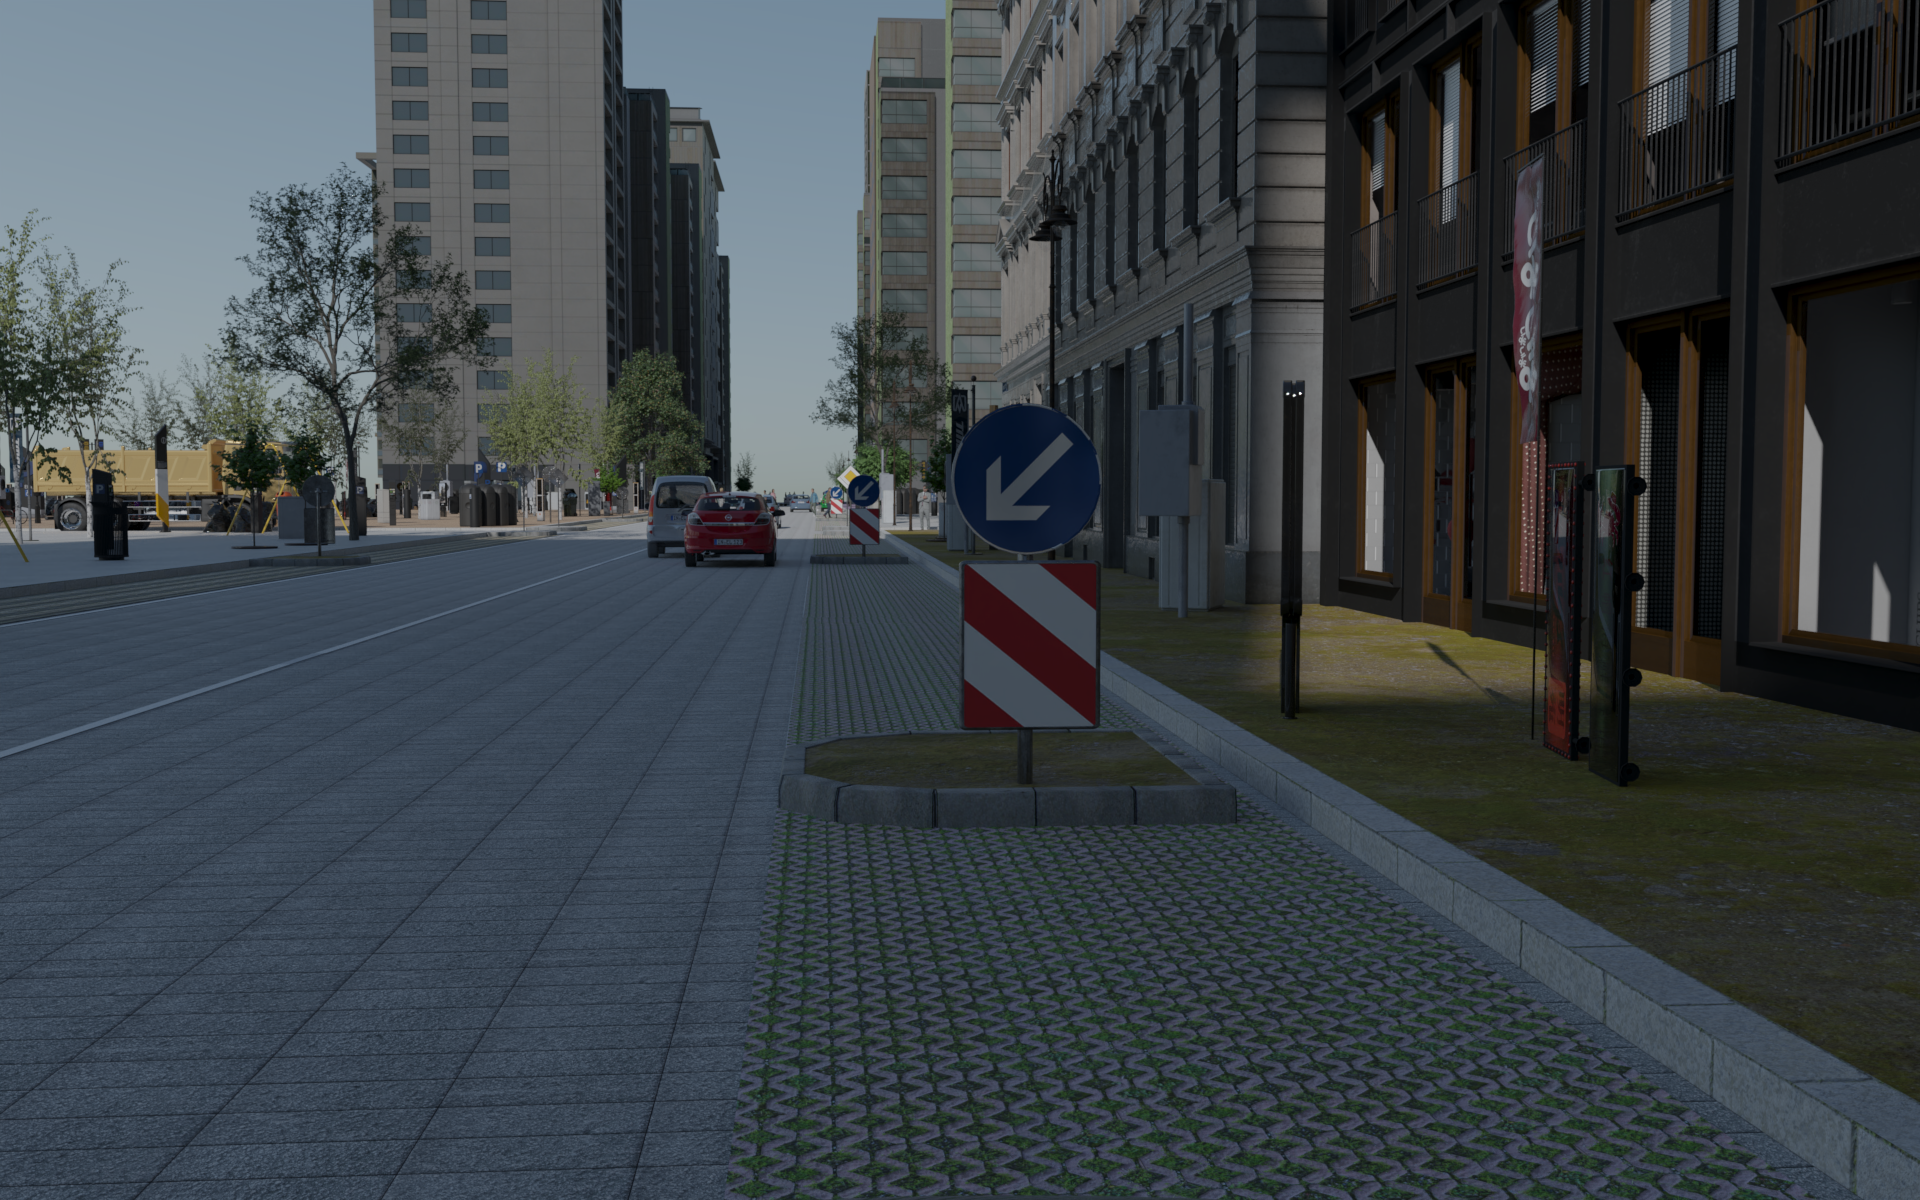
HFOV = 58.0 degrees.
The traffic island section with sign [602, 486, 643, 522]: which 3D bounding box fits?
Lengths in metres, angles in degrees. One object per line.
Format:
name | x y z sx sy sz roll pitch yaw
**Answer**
traffic island section with sign | -17.505 -4.973 89.944 1.989 1.847 2.006 0 4 -5

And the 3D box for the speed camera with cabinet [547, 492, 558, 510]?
speed camera with cabinet | -33.198 -8.841 138.881 2.038 3.252 0.660 -2 4 -30

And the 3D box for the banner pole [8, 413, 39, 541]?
banner pole | -25.578 -3.498 47.205 0.863 3.779 0.401 1 4 15

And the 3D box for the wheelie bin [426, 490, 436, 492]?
wheelie bin | -37.354 -7.003 122.405 0.980 1.594 0.693 -1 4 -10

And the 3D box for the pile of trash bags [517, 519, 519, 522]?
pile of trash bags | -21.281 -4.151 77.616 1.912 1.369 3.447 1 4 12

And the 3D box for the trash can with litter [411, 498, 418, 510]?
trash can with litter | -44.504 -7.912 140.743 1.055 1.170 0.624 -1 4 -10

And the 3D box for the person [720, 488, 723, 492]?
person | -13.561 -5.466 98.219 0.624 1.780 0.694 -1 4 -22

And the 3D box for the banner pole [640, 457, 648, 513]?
banner pole | -21.598 -7.827 117.994 0.401 3.779 0.863 -3 5 -40

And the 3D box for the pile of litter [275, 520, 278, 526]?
pile of litter | -28.729 -3.737 75.068 1.719 0.858 1.176 -2 4 -28

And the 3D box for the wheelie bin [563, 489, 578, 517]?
wheelie bin | -22.124 -5.526 98.263 0.980 1.594 0.693 2 4 30

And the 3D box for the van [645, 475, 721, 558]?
van | -6.381 -2.044 40.428 2.013 2.044 4.112 0 4 -6

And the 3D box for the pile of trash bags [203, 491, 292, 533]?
pile of trash bags | -23.725 -2.963 58.194 3.447 1.369 1.912 2 4 25

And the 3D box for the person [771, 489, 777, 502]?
person | -13.809 -7.325 128.275 0.388 1.821 0.555 2 4 31

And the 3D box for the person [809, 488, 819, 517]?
person | -9.174 -6.119 108.889 0.444 1.785 0.601 -3 5 -44

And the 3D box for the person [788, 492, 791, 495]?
person | -22.907 -13.669 232.899 0.541 1.710 0.530 1 4 11

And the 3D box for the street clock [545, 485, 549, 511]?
street clock | -32.110 -7.943 134.445 0.358 2.002 0.471 2 4 30

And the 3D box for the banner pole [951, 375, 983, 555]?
banner pole | 0.114 -2.842 36.481 0.863 3.779 0.401 -3 5 -41

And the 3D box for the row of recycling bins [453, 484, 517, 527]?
row of recycling bins | -18.851 -3.812 69.445 1.069 1.692 3.534 1 4 16

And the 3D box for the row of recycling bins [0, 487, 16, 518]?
row of recycling bins | -52.315 -5.391 95.256 1.069 1.692 3.534 1 4 13

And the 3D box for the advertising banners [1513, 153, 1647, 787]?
advertising banners | 2.962 -0.749 8.436 0.090 3.025 2.074 0 4 4

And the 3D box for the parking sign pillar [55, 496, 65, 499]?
parking sign pillar | -65.379 -8.358 125.132 1.447 3.967 1.447 1 4 10

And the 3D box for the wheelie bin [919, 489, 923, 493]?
wheelie bin | -2.559 -6.399 112.536 0.980 1.594 0.693 0 4 7

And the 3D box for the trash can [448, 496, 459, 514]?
trash can | -32.482 -6.092 111.259 0.748 1.137 0.748 0 3 0

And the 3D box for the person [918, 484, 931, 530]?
person | -1.353 -3.489 65.724 0.511 1.800 0.466 0 3 0

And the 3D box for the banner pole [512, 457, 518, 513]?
banner pole | -29.624 -7.666 115.349 0.401 3.779 0.863 1 4 16

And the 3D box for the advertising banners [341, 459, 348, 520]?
advertising banners | -30.664 -5.511 86.292 0.090 3.025 2.074 -2 4 -27

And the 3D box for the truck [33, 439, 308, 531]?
truck | -27.729 -4.059 62.285 9.791 3.379 3.469 0 4 -4

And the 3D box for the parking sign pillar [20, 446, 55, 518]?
parking sign pillar | -49.172 -6.305 91.560 1.447 3.967 1.447 0 4 1

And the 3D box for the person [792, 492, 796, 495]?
person | -25.799 -15.984 269.865 1.348 1.821 0.705 -2 4 -29

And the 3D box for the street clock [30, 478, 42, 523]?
street clock | -40.290 -4.345 75.618 0.358 2.002 0.471 3 4 39

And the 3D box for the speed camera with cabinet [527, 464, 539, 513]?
speed camera with cabinet | -28.162 -7.343 114.388 0.660 3.252 2.038 0 4 -7

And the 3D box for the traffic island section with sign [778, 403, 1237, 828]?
traffic island section with sign | 0.129 0.017 8.343 1.989 1.847 2.006 0 4 -5

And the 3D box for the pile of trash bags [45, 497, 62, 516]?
pile of trash bags | -53.946 -5.555 100.581 3.447 1.369 1.912 -2 4 -29

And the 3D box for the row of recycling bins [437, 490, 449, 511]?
row of recycling bins | -40.106 -7.894 136.186 1.069 1.692 3.534 0 4 6

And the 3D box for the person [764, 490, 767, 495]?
person | -18.997 -9.781 168.425 0.705 1.824 1.348 -2 4 -26

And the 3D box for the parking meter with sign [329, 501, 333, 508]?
parking meter with sign | -40.069 -6.941 109.749 0.543 3.016 1.738 0 4 -6

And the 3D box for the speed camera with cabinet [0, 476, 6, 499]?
speed camera with cabinet | -45.292 -5.298 80.962 0.660 3.252 2.038 -1 4 -9

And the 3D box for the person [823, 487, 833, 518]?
person | -7.876 -5.831 103.746 0.656 1.842 0.836 3 5 39

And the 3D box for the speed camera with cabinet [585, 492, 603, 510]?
speed camera with cabinet | -29.915 -8.992 141.354 0.660 3.252 2.038 -3 5 -40

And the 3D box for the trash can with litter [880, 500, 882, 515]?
trash can with litter | -4.778 -5.651 103.787 1.055 1.170 0.624 0 4 5

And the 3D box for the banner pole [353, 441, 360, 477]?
banner pole | -28.493 -5.619 81.880 0.401 3.779 0.863 0 4 4

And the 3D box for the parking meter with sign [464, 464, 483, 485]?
parking meter with sign | -28.197 -6.335 99.842 1.738 3.016 0.543 3 5 43

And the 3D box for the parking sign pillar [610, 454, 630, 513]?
parking sign pillar | -23.047 -7.868 117.108 1.447 3.967 1.447 1 4 20

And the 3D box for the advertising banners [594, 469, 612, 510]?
advertising banners | -24.657 -7.671 121.612 2.074 3.025 0.090 -1 4 -21

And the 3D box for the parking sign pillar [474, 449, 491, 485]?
parking sign pillar | -28.300 -6.983 102.641 1.447 3.967 1.447 -3 5 -42

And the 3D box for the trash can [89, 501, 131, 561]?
trash can | -16.464 -1.341 33.578 0.748 1.137 0.748 0 3 0

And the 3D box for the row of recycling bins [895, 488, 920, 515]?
row of recycling bins | -3.482 -6.290 109.960 1.069 1.692 3.534 2 4 24

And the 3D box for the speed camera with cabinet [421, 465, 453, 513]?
speed camera with cabinet | -34.981 -7.425 115.739 2.038 3.252 0.660 0 4 6

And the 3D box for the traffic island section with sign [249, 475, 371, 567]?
traffic island section with sign | -13.048 -1.612 34.978 1.989 1.847 2.006 0 4 -5

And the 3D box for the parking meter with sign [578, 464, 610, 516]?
parking meter with sign | -21.127 -6.349 100.070 1.738 3.016 0.543 -1 4 -16

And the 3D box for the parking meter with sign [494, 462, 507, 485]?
parking meter with sign | -25.304 -6.047 95.128 0.543 3.016 1.738 -2 4 -24

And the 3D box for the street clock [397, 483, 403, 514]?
street clock | -35.174 -6.384 108.948 0.471 2.002 0.358 -1 4 -15

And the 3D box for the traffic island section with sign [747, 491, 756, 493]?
traffic island section with sign | -32.696 -16.386 276.535 1.989 1.847 2.006 0 4 -5

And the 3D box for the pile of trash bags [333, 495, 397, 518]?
pile of trash bags | -32.214 -5.199 94.758 3.447 1.369 1.912 2 4 24

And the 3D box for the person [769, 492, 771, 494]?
person | -27.748 -14.947 253.019 1.348 1.807 0.705 0 4 7
